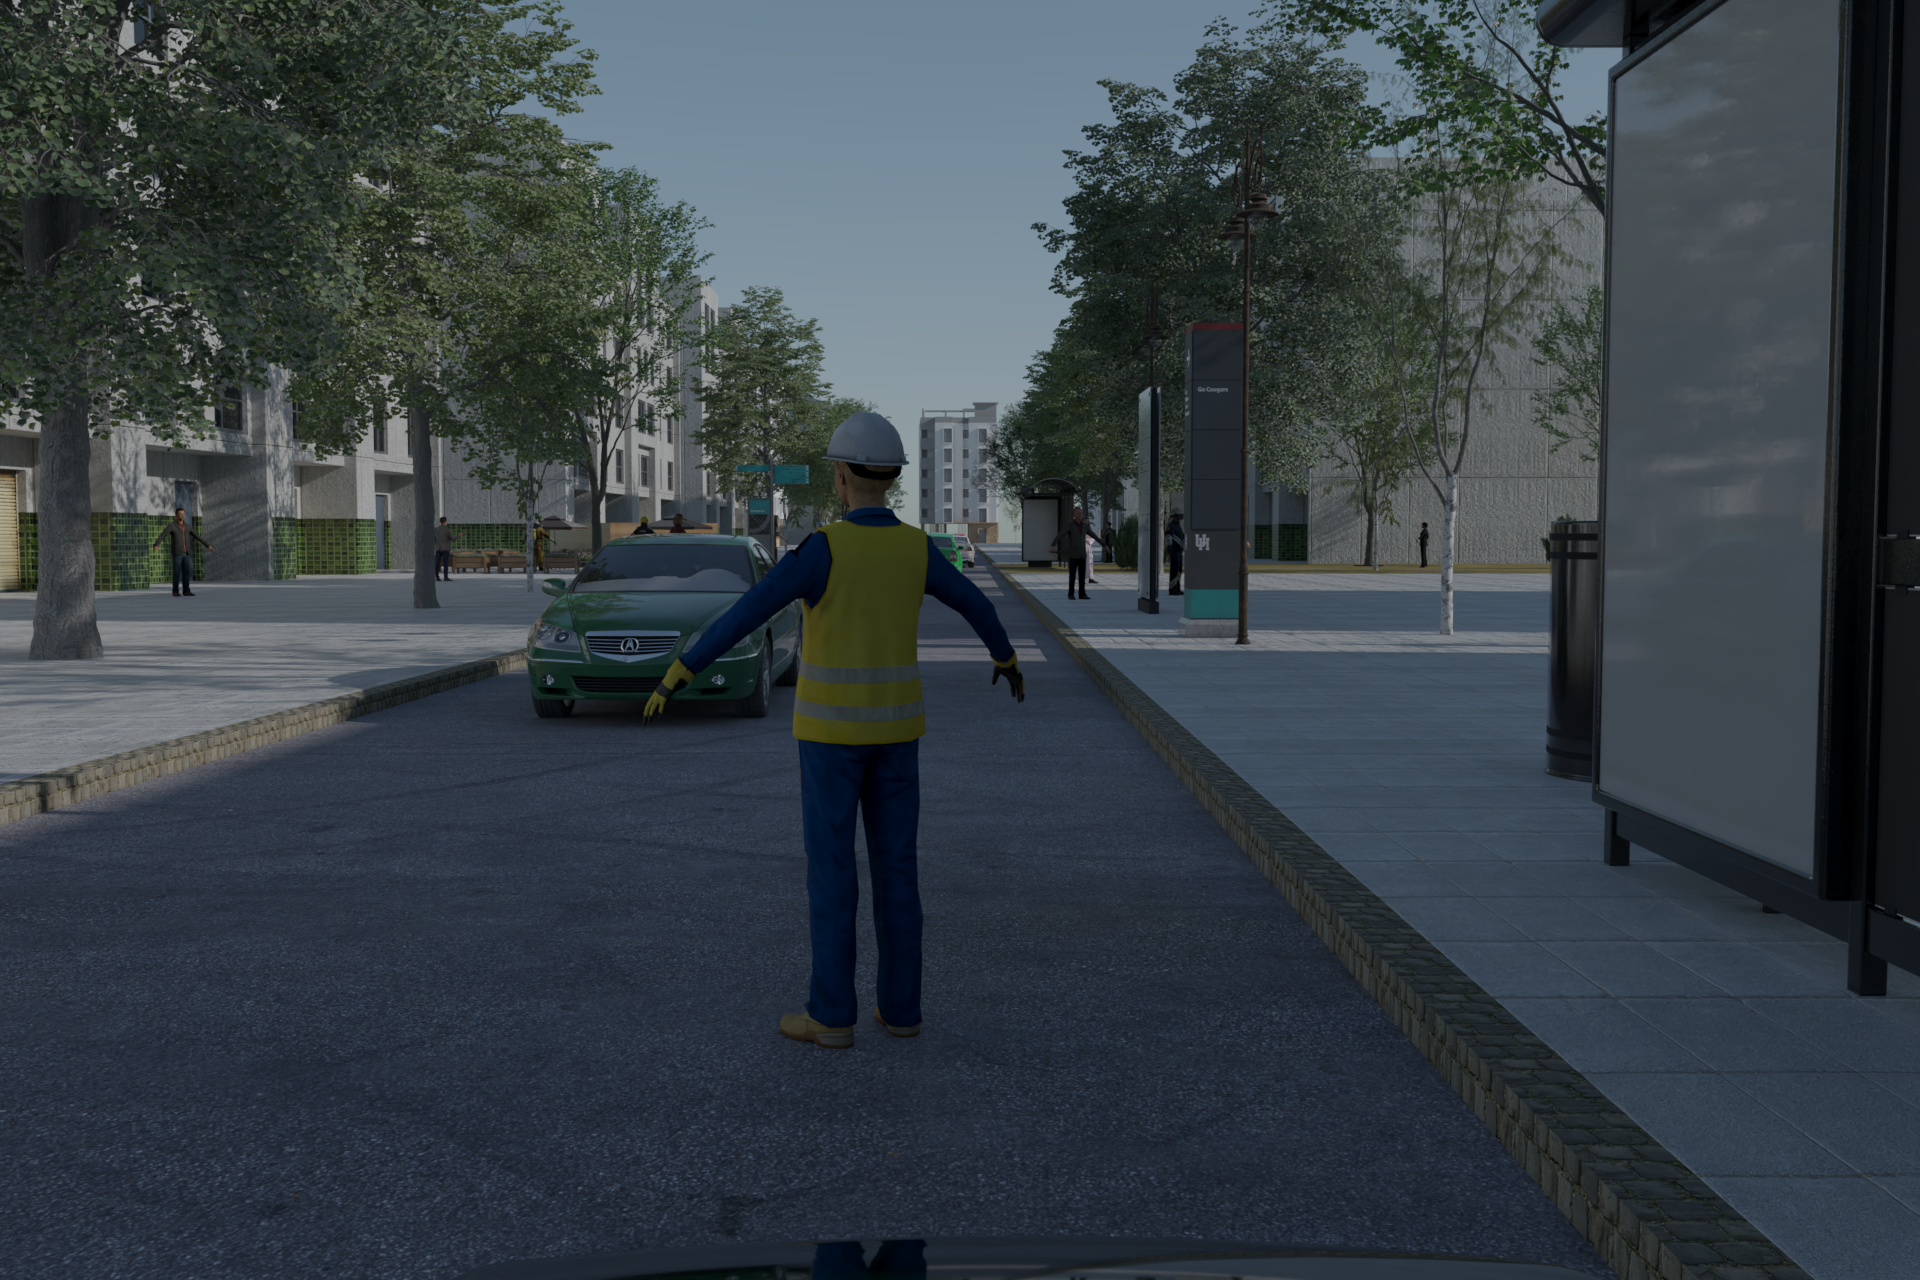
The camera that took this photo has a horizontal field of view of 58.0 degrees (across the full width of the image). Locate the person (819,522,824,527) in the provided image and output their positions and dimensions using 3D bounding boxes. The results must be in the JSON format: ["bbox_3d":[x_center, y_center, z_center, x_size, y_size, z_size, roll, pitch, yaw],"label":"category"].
[{"bbox_3d":[-6.074,-4.258,75.746,1.347,1.817,0.704,-3,5,-41],"label":"person"}]

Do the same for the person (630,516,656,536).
[{"bbox_3d":[-10.111,-3.044,55.539,1.351,1.858,0.704,0,4,7],"label":"person"}]

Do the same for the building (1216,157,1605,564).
[{"bbox_3d":[23.514,-13.678,90.100,16.747,18.905,31.486,0,4,0],"label":"building"}]

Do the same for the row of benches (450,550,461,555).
[{"bbox_3d":[-21.005,-3.276,69.020,1.422,0.672,4.104,0,4,7],"label":"row of benches"}]

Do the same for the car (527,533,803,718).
[{"bbox_3d":[-2.413,-0.197,15.027,2.131,1.459,4.920,0,3,0],"label":"car"}]

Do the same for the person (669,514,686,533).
[{"bbox_3d":[-6.094,-1.911,38.053,0.721,1.729,1.215,-3,5,-43],"label":"person"}]

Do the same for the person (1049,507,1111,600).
[{"bbox_3d":[2.316,-1.696,33.914,1.348,1.807,0.705,-2,4,-25],"label":"person"}]

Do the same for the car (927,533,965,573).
[{"bbox_3d":[-0.831,-2.477,49.303,1.959,1.807,4.718,0,4,0],"label":"car"}]

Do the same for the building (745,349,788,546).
[{"bbox_3d":[-24.028,-19.630,177.370,16.016,20.090,11.380,0,4,1],"label":"building"}]

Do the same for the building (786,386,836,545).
[{"bbox_3d":[-25.441,-23.501,215.170,19.493,23.208,18.063,0,4,1],"label":"building"}]

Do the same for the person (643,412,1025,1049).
[{"bbox_3d":[-0.316,0.242,4.973,1.216,1.772,0.721,-2,4,-31],"label":"person"}]

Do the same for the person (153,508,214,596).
[{"bbox_3d":[-16.072,-1.816,35.758,0.705,1.821,1.348,2,4,32],"label":"person"}]

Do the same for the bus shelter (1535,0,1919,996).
[{"bbox_3d":[3.293,-1.682,5.138,2.179,5.291,8.768,0,4,0],"label":"bus shelter"}]

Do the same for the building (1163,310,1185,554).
[{"bbox_3d":[22.893,-17.696,120.261,19.493,23.208,18.063,0,4,0],"label":"building"}]

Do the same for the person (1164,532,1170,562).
[{"bbox_3d":[9.563,-4.410,78.239,1.346,1.812,0.704,2,4,28],"label":"person"}]

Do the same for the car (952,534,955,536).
[{"bbox_3d":[-1.025,-8.359,146.458,2.009,1.686,4.222,0,4,-1],"label":"car"}]

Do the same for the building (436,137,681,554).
[{"bbox_3d":[-26.032,-13.869,93.215,16.747,18.905,31.486,0,4,0],"label":"building"}]

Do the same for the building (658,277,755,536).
[{"bbox_3d":[-26.210,-16.442,135.283,16.747,18.905,31.486,0,4,0],"label":"building"}]

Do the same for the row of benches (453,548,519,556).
[{"bbox_3d":[-20.762,-3.661,75.319,1.422,0.672,4.104,2,4,25],"label":"row of benches"}]

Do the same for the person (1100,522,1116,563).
[{"bbox_3d":[6.539,-4.302,76.275,0.705,1.837,1.347,3,5,40],"label":"person"}]

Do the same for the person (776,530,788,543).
[{"bbox_3d":[-7.611,-3.913,70.100,1.348,1.813,0.705,1,4,18],"label":"person"}]

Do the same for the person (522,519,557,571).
[{"bbox_3d":[-14.734,-3.347,60.498,1.354,1.858,0.705,1,4,19],"label":"person"}]

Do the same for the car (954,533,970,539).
[{"bbox_3d":[-0.177,-9.110,157.980,2.155,1.783,4.494,0,4,-1],"label":"car"}]

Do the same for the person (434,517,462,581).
[{"bbox_3d":[-14.034,-2.495,47.367,0.617,1.759,0.750,2,4,24],"label":"person"}]

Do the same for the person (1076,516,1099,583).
[{"bbox_3d":[3.253,-2.342,45.009,0.621,1.740,0.551,2,4,31],"label":"person"}]

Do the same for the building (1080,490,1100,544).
[{"bbox_3d":[20.825,-17.212,223.561,9.099,9.664,28.070,0,4,0],"label":"building"}]

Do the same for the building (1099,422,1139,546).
[{"bbox_3d":[24.672,-19.582,186.621,16.747,18.905,31.486,0,3,0],"label":"building"}]

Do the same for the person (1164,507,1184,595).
[{"bbox_3d":[4.554,-1.862,36.309,0.704,1.845,1.351,2,4,27],"label":"person"}]

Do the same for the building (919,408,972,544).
[{"bbox_3d":[-5.484,-23.999,251.252,11.380,20.090,16.016,-1,4,-9],"label":"building"}]

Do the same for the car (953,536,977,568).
[{"bbox_3d":[-0.309,-3.866,75.564,2.083,1.381,4.827,0,4,0],"label":"car"}]

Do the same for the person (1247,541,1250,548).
[{"bbox_3d":[7.982,-2.625,49.138,0.705,1.803,1.348,0,4,-2],"label":"person"}]

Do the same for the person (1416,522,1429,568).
[{"bbox_3d":[17.579,-3.621,65.920,0.721,1.740,1.216,2,4,32],"label":"person"}]

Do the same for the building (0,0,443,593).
[{"bbox_3d":[-27.251,-11.045,47.042,16.747,18.905,31.486,0,3,0],"label":"building"}]

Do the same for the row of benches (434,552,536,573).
[{"bbox_3d":[-16.046,-2.623,58.355,4.104,0.672,1.422,1,4,21],"label":"row of benches"}]

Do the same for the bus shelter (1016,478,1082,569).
[{"bbox_3d":[3.266,-4.338,64.858,2.014,3.302,5.546,0,4,-2],"label":"bus shelter"}]

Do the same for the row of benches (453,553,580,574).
[{"bbox_3d":[-14.437,-2.482,56.052,4.104,0.672,1.422,0,4,-4],"label":"row of benches"}]
